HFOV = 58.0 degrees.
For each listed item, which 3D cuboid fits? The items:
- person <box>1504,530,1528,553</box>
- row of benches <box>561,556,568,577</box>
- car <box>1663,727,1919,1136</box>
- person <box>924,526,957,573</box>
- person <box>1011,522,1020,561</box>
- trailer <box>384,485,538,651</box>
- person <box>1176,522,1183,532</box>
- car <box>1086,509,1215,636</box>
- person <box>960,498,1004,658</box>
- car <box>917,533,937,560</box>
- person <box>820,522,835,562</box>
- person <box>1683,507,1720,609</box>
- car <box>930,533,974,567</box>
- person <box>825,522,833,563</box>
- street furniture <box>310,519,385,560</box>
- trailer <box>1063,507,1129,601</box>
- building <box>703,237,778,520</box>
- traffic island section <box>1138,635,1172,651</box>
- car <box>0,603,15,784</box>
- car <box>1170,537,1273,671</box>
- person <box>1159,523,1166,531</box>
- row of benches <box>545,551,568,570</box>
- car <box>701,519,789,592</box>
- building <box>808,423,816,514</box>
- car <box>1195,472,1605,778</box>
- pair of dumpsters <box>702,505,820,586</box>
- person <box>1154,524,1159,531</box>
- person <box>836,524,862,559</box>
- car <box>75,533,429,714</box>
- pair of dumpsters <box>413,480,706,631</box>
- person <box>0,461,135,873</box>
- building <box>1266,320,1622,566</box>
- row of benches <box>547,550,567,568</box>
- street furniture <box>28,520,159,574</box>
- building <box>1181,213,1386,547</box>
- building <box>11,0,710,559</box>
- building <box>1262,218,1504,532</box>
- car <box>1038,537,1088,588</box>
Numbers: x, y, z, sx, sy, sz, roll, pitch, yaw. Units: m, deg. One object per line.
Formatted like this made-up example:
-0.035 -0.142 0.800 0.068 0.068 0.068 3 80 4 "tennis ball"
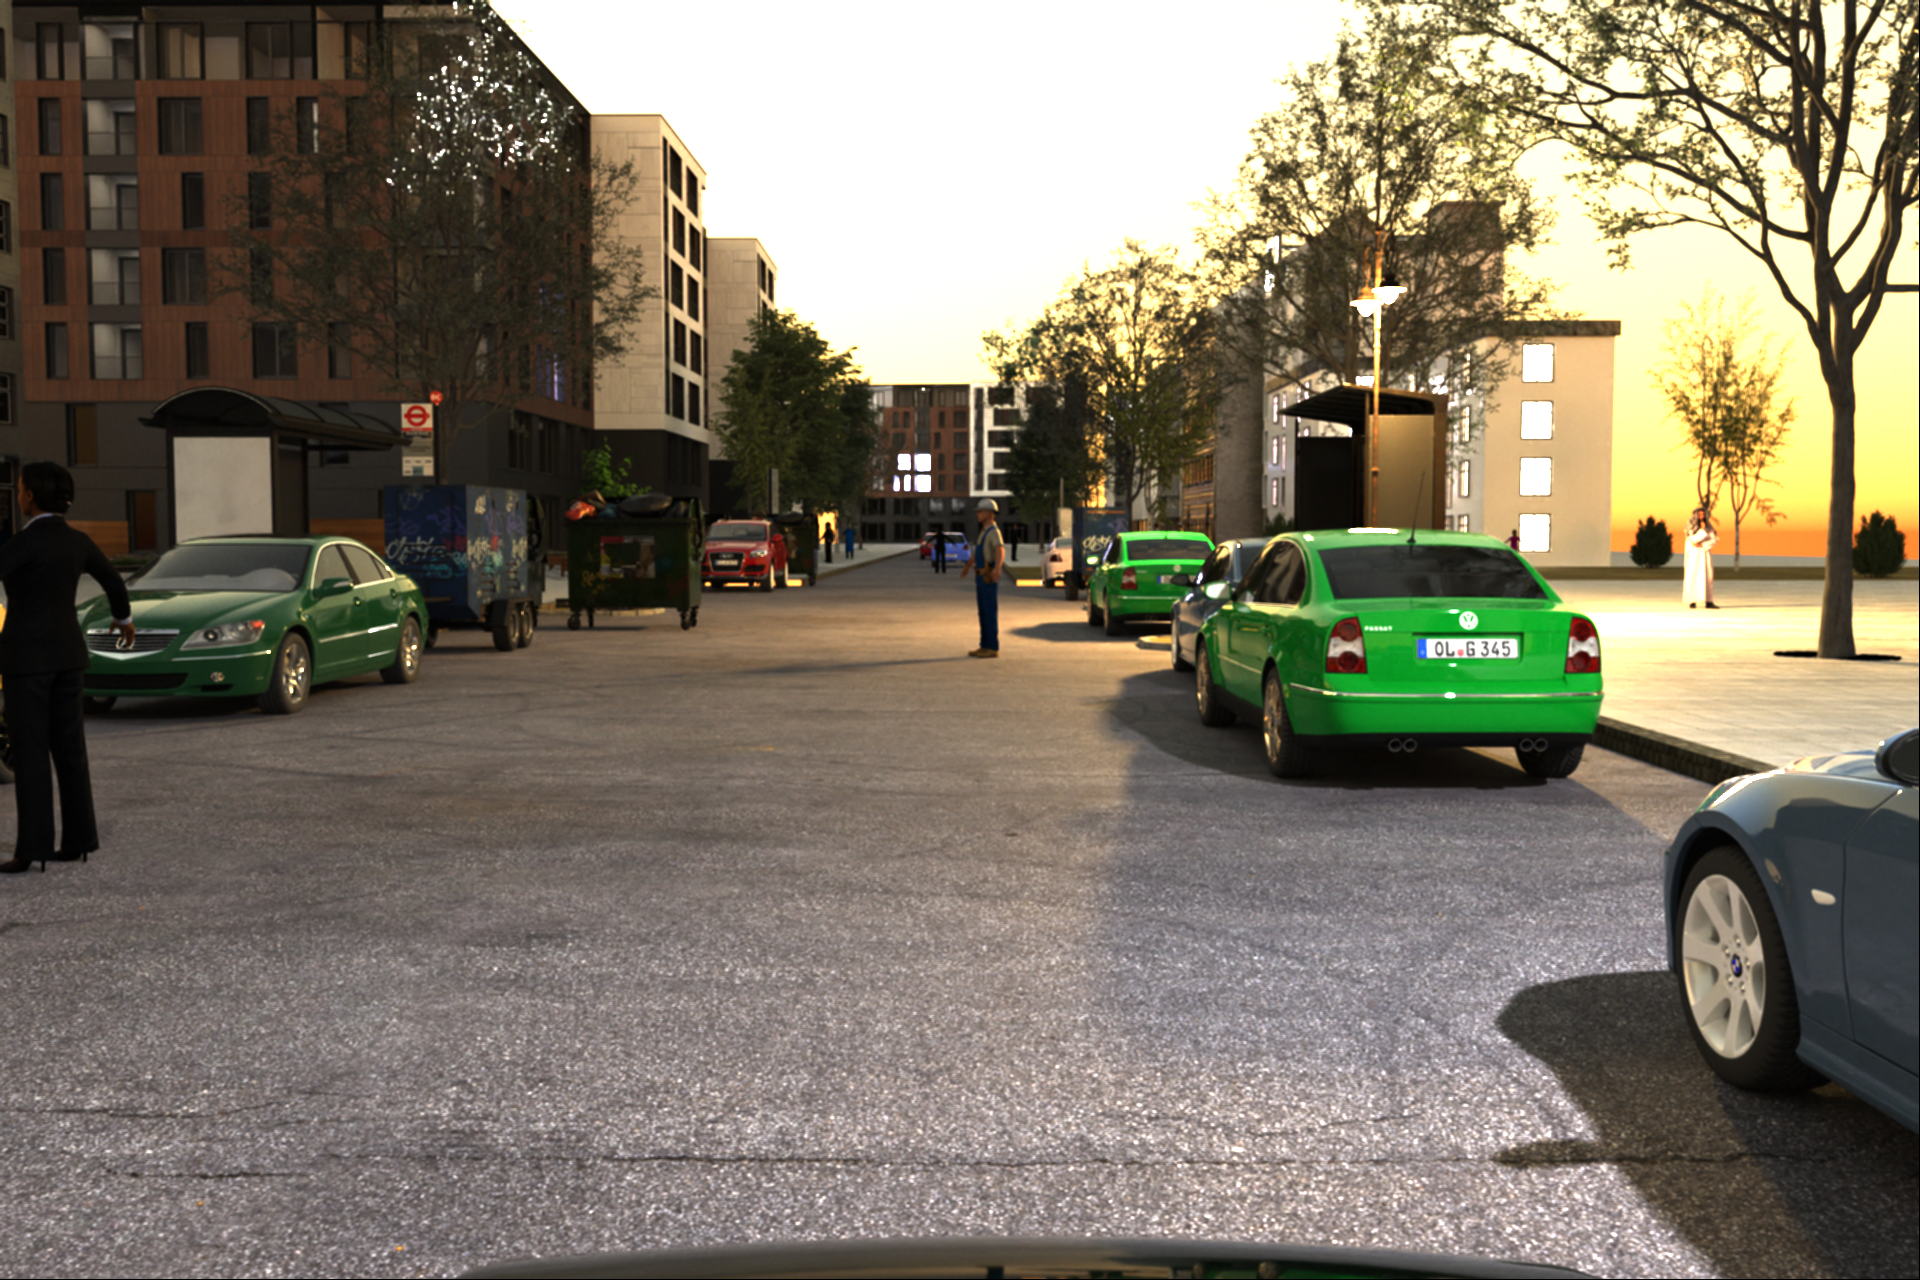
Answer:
18.692 -3.011 58.489 0.991 1.433 0.599 0 4 1 "person"
-11.146 -2.340 53.730 1.422 0.672 4.104 1 4 17 "row of benches"
2.864 0.549 3.021 2.014 1.417 4.499 0 4 -1 "car"
-0.708 -3.298 63.100 1.216 1.740 0.721 0 4 3 "person"
2.609 -4.679 82.440 0.705 1.837 1.347 -1 4 -12 "person"
-6.164 -0.839 20.765 1.471 1.999 3.904 0 4 1 "trailer"
10.105 -4.531 80.053 0.705 1.833 1.349 1 4 19 "person"
2.906 -1.033 25.692 1.959 1.807 4.718 0 4 -1 "car"
0.293 -0.726 20.187 0.705 1.847 1.347 -1 4 -16 "person"
-1.352 -5.491 98.826 2.155 1.783 4.494 0 3 0 "car"
-6.077 -4.513 79.549 0.705 1.858 1.354 -2 4 -34 "person"
12.709 -1.410 29.771 0.551 1.740 0.621 -1 4 -21 "person"
-0.378 -4.054 75.874 1.945 1.707 3.694 0 4 1 "car"
-5.796 -4.320 76.826 0.705 1.806 1.347 0 4 1 "person"
-18.494 -2.756 51.915 9.812 1.723 11.010 1 4 11 "street furniture"
3.010 -1.904 38.171 1.471 1.999 3.904 0 4 -1 "trailer"
-27.901 -16.727 117.459 27.936 21.610 32.646 0 4 0 "building"
3.293 0.046 22.112 1.991 0.108 1.994 0 4 1 "traffic island section"
-6.261 0.100 8.585 2.015 1.641 3.980 0 3 0 "car"
3.073 -0.281 16.596 2.014 1.417 4.499 0 4 1 "car"
8.621 -4.166 74.577 0.721 1.772 1.216 -2 4 -24 "person"
-14.384 -2.841 61.919 4.104 0.672 1.422 1 4 12 "row of benches"
-5.612 -2.186 44.417 2.281 1.827 5.304 0 4 1 "car"
-27.763 -23.212 210.446 19.493 23.208 18.063 0 4 1 "building"
2.697 -0.168 11.544 1.959 1.807 4.718 0 4 -1 "car"
-6.111 -2.625 47.871 4.436 2.255 1.574 0 4 0 "pair of dumpsters"
9.886 -4.983 87.658 0.705 1.806 1.347 -1 4 -11 "person"
-5.600 -4.992 87.746 1.347 1.817 0.704 0 4 4 "person"
-6.187 -0.213 15.284 2.131 1.459 4.920 0 4 1 "car"
-6.123 -1.296 26.146 4.436 2.255 1.574 0 4 0 "pair of dumpsters"
-3.990 0.106 7.441 0.721 1.740 1.216 1 4 16 "person"
21.402 -8.560 82.111 9.099 9.664 28.070 0 4 0 "building"
-14.529 -3.056 65.423 4.104 0.672 1.422 2 4 28 "row of benches"
-29.915 -3.158 58.490 9.812 1.723 11.010 1 4 18 "street furniture"
26.579 -18.052 126.086 19.493 23.208 18.063 0 4 0 "building"
-28.475 -14.597 82.636 27.936 21.610 32.646 0 4 1 "building"
24.634 -15.542 110.525 16.016 20.090 11.380 0 3 0 "building"
3.185 -2.138 47.325 2.083 1.381 4.827 0 4 0 "car"
